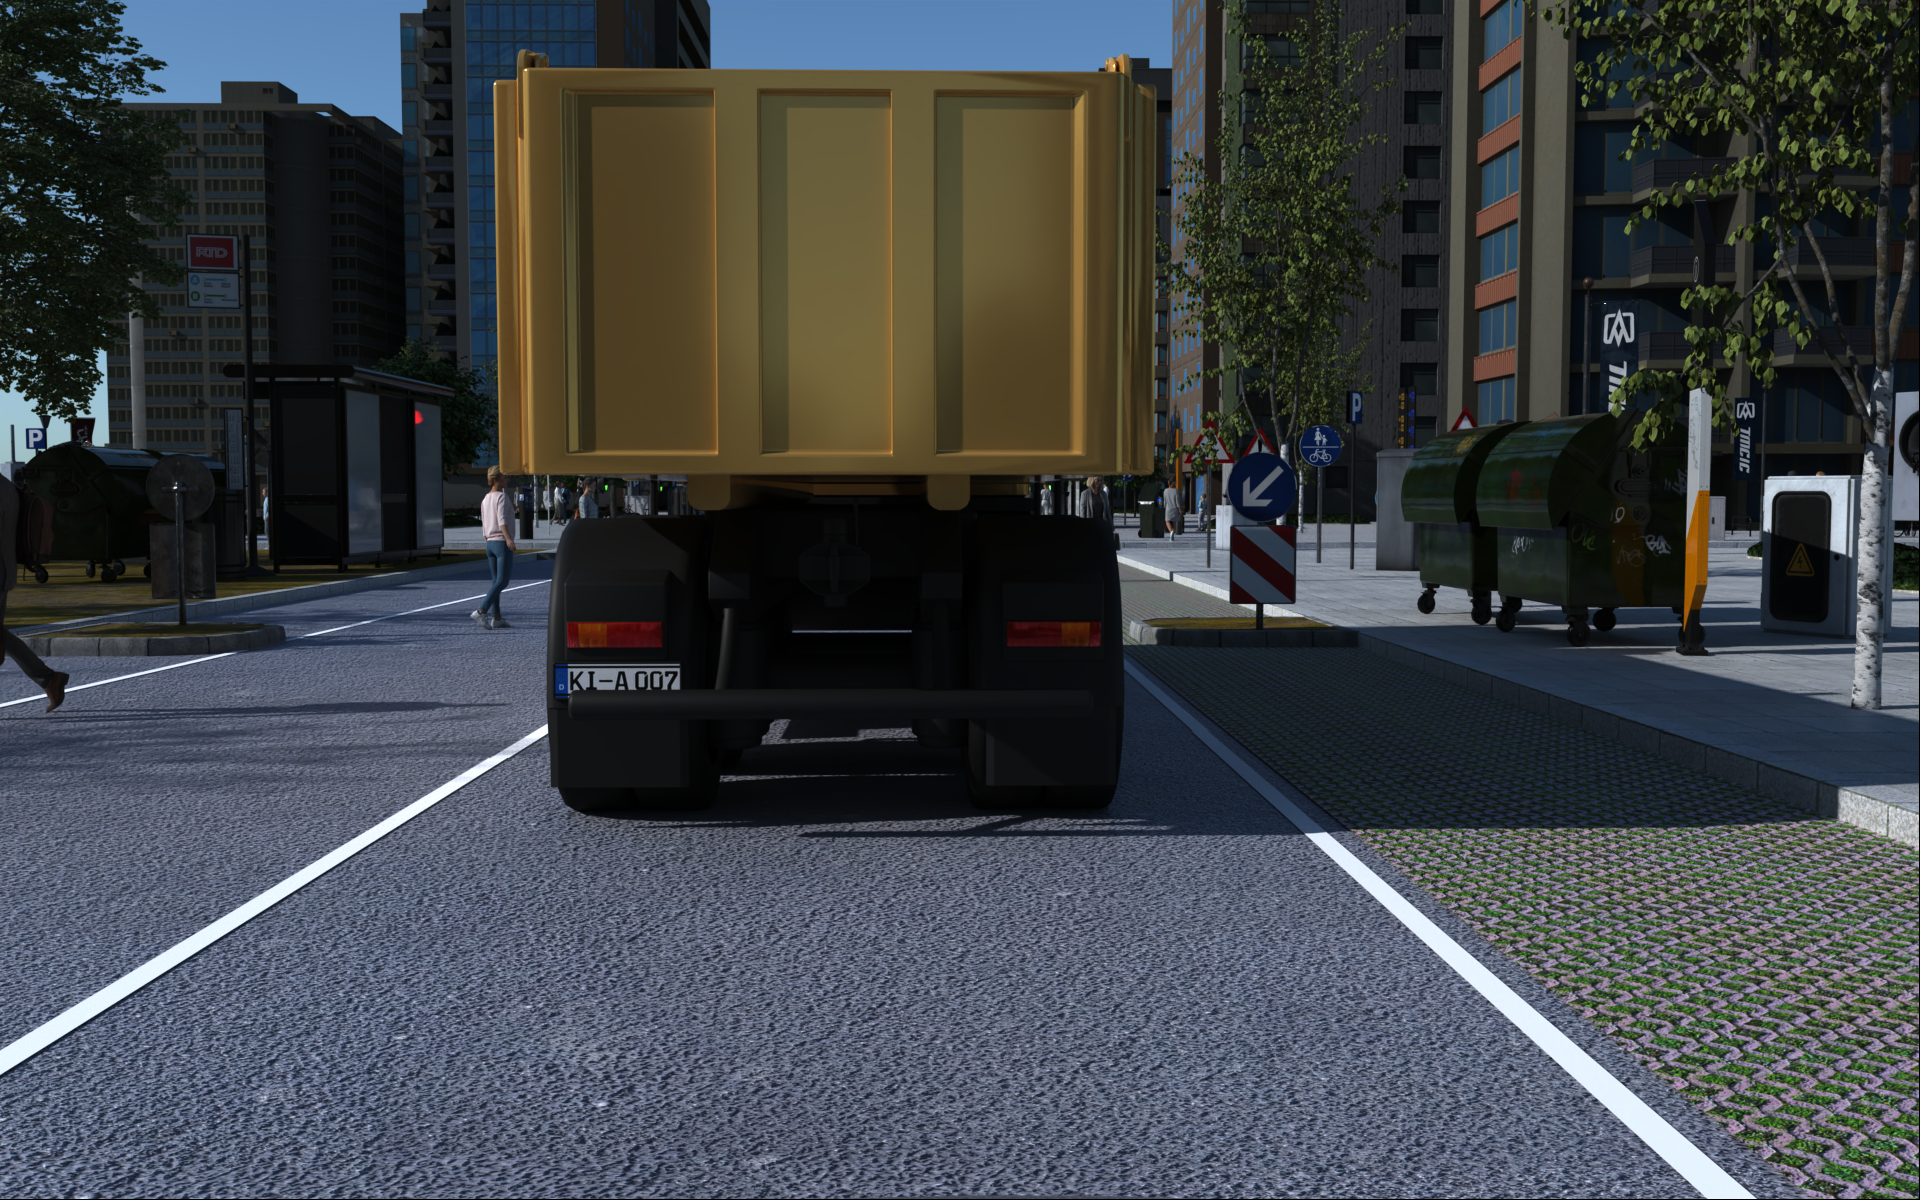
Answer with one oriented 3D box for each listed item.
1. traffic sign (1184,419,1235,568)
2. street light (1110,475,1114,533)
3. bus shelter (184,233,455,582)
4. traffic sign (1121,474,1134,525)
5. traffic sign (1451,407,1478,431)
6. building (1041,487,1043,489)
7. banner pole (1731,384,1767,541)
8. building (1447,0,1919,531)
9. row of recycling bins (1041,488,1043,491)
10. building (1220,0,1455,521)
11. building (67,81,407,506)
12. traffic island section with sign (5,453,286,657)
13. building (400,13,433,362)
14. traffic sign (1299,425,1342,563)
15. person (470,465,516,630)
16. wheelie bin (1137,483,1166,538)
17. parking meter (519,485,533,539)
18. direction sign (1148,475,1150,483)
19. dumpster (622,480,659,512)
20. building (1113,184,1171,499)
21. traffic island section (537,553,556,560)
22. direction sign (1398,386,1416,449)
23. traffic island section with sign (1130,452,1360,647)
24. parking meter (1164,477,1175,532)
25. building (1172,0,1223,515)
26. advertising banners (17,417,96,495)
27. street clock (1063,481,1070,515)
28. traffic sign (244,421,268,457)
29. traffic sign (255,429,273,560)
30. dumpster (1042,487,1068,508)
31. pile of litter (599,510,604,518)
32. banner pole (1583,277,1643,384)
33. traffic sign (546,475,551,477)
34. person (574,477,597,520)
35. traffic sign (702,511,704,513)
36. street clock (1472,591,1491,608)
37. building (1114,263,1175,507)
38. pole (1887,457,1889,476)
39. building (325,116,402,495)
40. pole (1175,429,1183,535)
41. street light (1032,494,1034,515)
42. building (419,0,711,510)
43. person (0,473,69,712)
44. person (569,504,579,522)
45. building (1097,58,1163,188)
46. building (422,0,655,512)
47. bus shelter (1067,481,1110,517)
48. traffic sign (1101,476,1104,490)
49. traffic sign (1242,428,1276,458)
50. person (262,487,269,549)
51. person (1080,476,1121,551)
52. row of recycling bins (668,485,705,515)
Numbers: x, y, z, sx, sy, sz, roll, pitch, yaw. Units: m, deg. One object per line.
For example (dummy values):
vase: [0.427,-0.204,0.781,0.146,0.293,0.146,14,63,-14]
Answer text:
traffic sign: [4.327,-1.839,30.075,0.884,2.594,0.081,0,4,2]
street light: [3.644,-4.597,47.694,1.470,5.913,1.316,0,4,-1]
bus shelter: [-10.861,-3.170,29.455,2.179,5.291,8.768,0,4,-1]
traffic sign: [6.820,-4.367,71.502,0.768,2.556,0.104,0,4,0]
traffic sign: [7.565,-1.590,25.996,0.884,2.594,0.081,1,4,8]
building: [18.235,-39.222,230.510,27.495,52.752,28.713,0,4,-1]
banner pole: [18.054,-3.025,39.480,0.863,3.779,0.401,1,4,21]
building: [33.616,-25.327,68.718,28.867,44.769,22.147,0,4,-1]
row of recycling bins: [4.716,-6.878,119.574,3.534,1.692,1.069,-3,4,-37]
building: [20.093,-19.344,87.975,14.160,30.474,14.107,0,4,-1]
building: [-67.157,-29.192,169.174,23.993,40.220,32.217,0,4,-1]
traffic island section with sign: [-7.508,-0.465,16.230,1.989,1.847,2.006,0,4,-1]
building: [-39.899,-33.922,174.235,30.456,49.044,23.786,0,4,-1]
traffic sign: [6.671,-1.958,32.118,0.768,2.556,0.104,0,4,7]
person: [-4.956,-0.566,18.419,0.731,1.740,0.598,3,4,36]
wheelie bin: [5.617,-2.614,50.652,0.980,1.594,0.693,3,5,45]
parking meter: [-12.342,-2.499,49.274,0.372,1.533,0.369,0,3,0]
direction sign: [6.787,-4.302,62.331,0.379,3.537,0.876,0,4,-3]
dumpster: [-12.990,-3.952,70.367,1.264,1.857,1.865,0,4,-1]
building: [20.726,-24.109,165.883,14.160,30.474,14.107,0,4,-1]
traffic island section: [-8.230,-1.026,39.055,2.009,0.180,2.903,0,4,-1]
direction sign: [9.463,-2.737,36.741,0.379,3.537,0.876,-1,4,-8]
traffic island section with sign: [2.713,-0.513,17.015,1.989,1.847,2.006,0,4,-1]
parking meter: [7.132,-3.239,58.666,0.399,1.863,0.255,-2,4,-34]
building: [21.262,-28.107,109.658,14.600,45.320,14.200,0,4,-1]
advertising banners: [-20.762,-2.643,39.398,2.074,3.025,0.090,-1,4,-17]
street clock: [3.644,-3.399,60.136,0.358,2.002,0.471,0,4,8]
traffic sign: [-12.780,-1.916,31.062,0.795,2.593,0.064,0,4,6]
traffic sign: [-13.509,-2.066,33.891,0.768,2.556,0.104,0,4,3]
dumpster: [4.913,-4.919,86.180,1.264,1.857,1.865,0,4,-1]
pile of litter: [-11.326,-2.521,55.178,1.176,0.858,1.719,0,4,-4]
banner pole: [7.408,-1.829,19.929,0.401,3.779,0.863,-3,5,-41]
traffic sign: [-12.921,-3.341,54.356,0.795,2.593,0.064,0,4,5]
person: [-5.958,-1.122,27.841,0.522,1.701,0.512,0,4,5]
traffic sign: [-11.727,-4.834,79.038,0.884,2.594,0.081,0,4,8]
street clock: [5.921,-0.919,19.591,0.471,2.002,0.358,1,4,10]
building: [28.202,-18.321,144.583,27.650,21.520,28.899,0,4,-1]
pole: [25.105,-3.255,47.065,0.158,3.312,0.155,0,3,0]
building: [-74.884,-36.804,225.454,21.600,48.544,21.300,0,4,-1]
pole: [6.875,-3.699,54.326,0.158,3.312,0.155,0,3,0]
street light: [3.037,-6.868,84.825,1.470,5.913,1.316,0,4,-1]
building: [-32.973,-31.985,146.651,21.300,48.544,21.600,0,4,-1]
person: [-6.129,-0.156,11.012,0.822,1.834,0.622,-2,4,-32]
person: [-7.241,-1.193,32.687,0.352,1.250,0.332,3,5,42]
building: [20.495,-32.382,179.558,14.600,45.320,14.200,0,4,-1]
building: [-30.584,-29.282,128.868,14.600,45.320,14.200,0,4,-1]
bus shelter: [5.234,-5.553,68.427,2.179,5.291,8.768,0,4,-1]
traffic sign: [4.010,-2.982,48.759,0.884,2.594,0.081,0,4,6]
traffic sign: [5.873,-2.078,33.972,0.884,2.594,0.081,0,4,3]
person: [-17.512,-2.052,43.865,0.330,1.601,0.589,-1,4,-11]
person: [2.242,-1.191,28.148,0.709,1.800,0.728,-1,4,-23]
row of recycling bins: [-13.411,-4.682,83.663,1.069,1.692,3.534,-1,4,-22]
